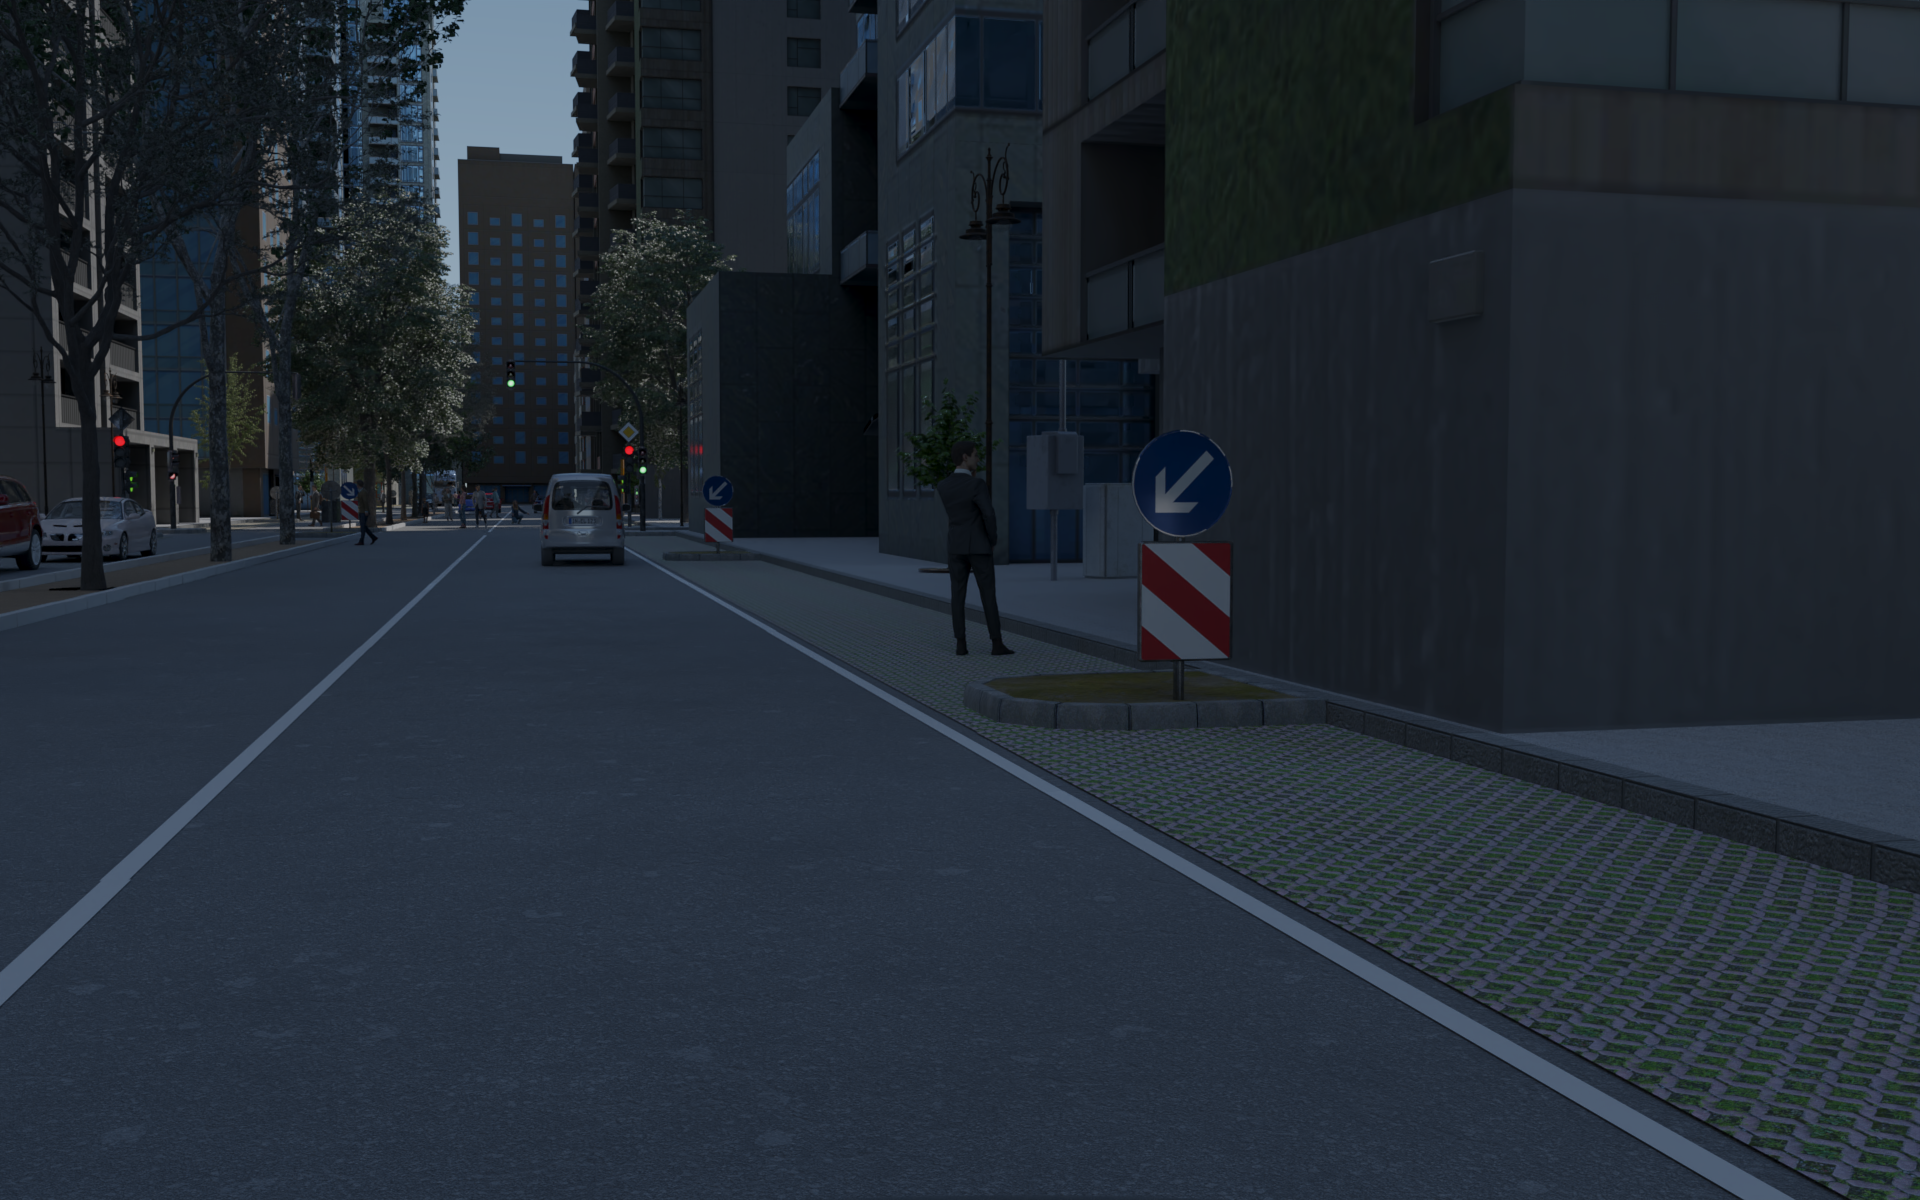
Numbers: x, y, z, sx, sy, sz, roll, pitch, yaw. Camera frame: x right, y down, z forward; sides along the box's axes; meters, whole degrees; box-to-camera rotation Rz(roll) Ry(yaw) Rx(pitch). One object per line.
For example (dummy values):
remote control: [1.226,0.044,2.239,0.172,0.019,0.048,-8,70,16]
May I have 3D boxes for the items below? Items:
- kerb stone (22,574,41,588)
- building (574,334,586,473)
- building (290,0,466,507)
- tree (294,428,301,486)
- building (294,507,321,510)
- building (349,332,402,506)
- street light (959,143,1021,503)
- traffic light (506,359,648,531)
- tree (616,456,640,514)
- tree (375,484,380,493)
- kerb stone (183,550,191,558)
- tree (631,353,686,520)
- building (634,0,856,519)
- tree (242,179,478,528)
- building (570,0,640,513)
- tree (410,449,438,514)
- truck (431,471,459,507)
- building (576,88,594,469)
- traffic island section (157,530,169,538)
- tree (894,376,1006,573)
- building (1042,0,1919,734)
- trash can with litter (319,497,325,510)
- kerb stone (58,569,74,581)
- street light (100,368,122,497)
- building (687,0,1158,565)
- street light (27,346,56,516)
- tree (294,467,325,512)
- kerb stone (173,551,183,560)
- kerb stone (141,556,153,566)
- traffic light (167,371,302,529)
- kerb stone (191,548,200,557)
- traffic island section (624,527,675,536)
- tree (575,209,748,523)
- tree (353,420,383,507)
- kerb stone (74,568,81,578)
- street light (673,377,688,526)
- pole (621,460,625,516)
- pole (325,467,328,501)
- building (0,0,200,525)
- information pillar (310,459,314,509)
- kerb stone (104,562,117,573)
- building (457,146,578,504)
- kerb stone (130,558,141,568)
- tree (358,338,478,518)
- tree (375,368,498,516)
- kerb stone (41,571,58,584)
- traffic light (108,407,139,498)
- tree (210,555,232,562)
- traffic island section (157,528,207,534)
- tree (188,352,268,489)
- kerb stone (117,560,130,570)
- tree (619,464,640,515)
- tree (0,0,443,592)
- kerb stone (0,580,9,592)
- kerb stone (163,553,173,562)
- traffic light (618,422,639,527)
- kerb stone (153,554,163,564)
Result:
kerb stone: [-14.373,-0.263,26.628,0.120,0.150,1.000,-1,4,-14]
building: [-30.956,-21.973,204.293,27.650,21.520,28.899,-1,4,-14]
building: [-80.953,-55.751,224.204,31.000,86.520,22.319,-1,4,-14]
tree: [-44.233,-9.864,111.634,4.737,8.622,4.395,0,3,0]
building: [-63.527,-51.007,146.630,22.319,86.520,31.000,-1,4,-14]
building: [-78.347,-21.271,192.826,28.899,21.520,27.650,-1,4,-14]
street light: [0.390,-3.088,23.271,0.468,5.910,1.993,-1,4,-14]
traffic light: [-13.006,-5.167,59.149,4.771,5.953,1.251,-1,4,-14]
tree: [-20.501,-7.813,111.449,4.285,4.588,4.351,0,3,0]
tree: [-60.746,-11.266,178.805,1.663,3.219,1.824,0,3,0]
kerb stone: [-17.351,-1.002,38.582,0.120,0.150,1.000,-1,4,-14]
tree: [-14.786,-8.323,86.447,4.737,8.622,4.395,0,3,0]
building: [-11.191,-19.925,97.481,14.160,30.474,14.107,-1,4,-14]
tree: [-23.984,-9.831,69.850,9.857,13.997,8.962,0,3,0]
building: [-17.304,-28.984,128.514,22.147,44.769,28.867,-1,4,-14]
tree: [-36.918,-10.305,121.311,4.360,8.622,3.978,0,3,0]
truck: [-60.153,-13.028,202.761,2.967,4.110,18.799,-1,4,-16]
building: [-32.021,-32.475,181.084,14.600,45.320,14.200,-1,4,-14]
traffic island section: [-27.011,-2.059,55.944,2.009,0.180,2.903,-1,4,-14]
tree: [-0.215,-2.077,28.567,1.663,3.219,1.824,0,3,0]
building: [8.062,-20.350,16.321,14.154,41.232,14.086,-1,4,-14]
trash can with litter: [-49.673,-7.529,134.490,1.055,1.170,0.624,-2,4,-26]
kerb stone: [-14.874,-0.393,28.624,0.120,0.150,1.000,-1,4,-14]
street light: [-30.982,-5.536,63.306,0.468,5.910,1.993,-1,4,-14]
building: [5.074,-44.828,45.608,22.319,86.520,31.000,-1,4,-14]
street light: [-28.741,-4.989,54.355,0.468,5.910,1.993,-1,4,-14]
tree: [-46.218,-7.855,123.031,1.663,3.219,1.824,0,3,0]
kerb stone: [-17.093,-0.941,37.589,0.120,0.150,1.000,-1,4,-14]
kerb stone: [-16.352,-0.759,34.598,0.120,0.150,1.000,-1,4,-14]
traffic light: [-26.886,-5.470,64.105,4.771,5.953,1.251,-1,4,-14]
kerb stone: [-17.593,-1.063,39.576,0.120,0.150,1.000,-1,4,-14]
traffic island section: [-10.955,-2.302,59.914,2.009,0.180,2.903,-1,4,-14]
tree: [-12.204,-10.453,77.566,9.857,13.997,8.962,0,3,0]
tree: [-58.543,-15.546,172.297,7.486,12.596,7.792,0,3,0]
kerb stone: [-15.122,-0.454,29.617,0.120,0.150,1.000,-1,4,-14]
street light: [-11.032,-5.857,68.549,0.468,5.910,1.993,-1,4,-14]
pole: [-19.926,-6.632,102.281,0.158,3.312,0.155,0,3,0]
pole: [-45.938,-8.058,125.598,0.158,3.312,0.155,0,3,0]
building: [-43.113,-38.584,69.109,20.563,71.187,20.611,-1,4,-14]
information pillar: [-43.625,-7.660,116.602,0.183,3.616,0.504,0,4,-2]
kerb stone: [-15.613,-0.572,31.619,0.120,0.150,1.000,-1,4,-14]
building: [-57.863,-35.289,227.085,14.200,45.320,14.600,-1,4,-14]
kerb stone: [-16.110,-0.698,33.604,0.120,0.150,1.000,-1,4,-14]
tree: [-32.500,-10.705,103.232,9.928,11.665,9.643,0,3,0]
tree: [-35.089,-11.819,112.708,9.611,12.733,9.660,0,3,0]
kerb stone: [-14.629,-0.332,27.629,0.120,0.150,1.000,-1,4,-14]
traffic light: [-26.970,-4.092,55.820,0.839,4.253,0.868,-1,4,-14]
tree: [-17.049,-10.905,36.646,12.611,20.169,13.585,0,3,0]
traffic island section: [-28.937,-2.533,63.695,2.009,0.180,2.903,-1,4,-14]
tree: [-38.383,-8.570,90.486,4.737,8.622,4.395,0,3,0]
kerb stone: [-15.865,-0.637,32.610,0.120,0.150,1.000,-1,4,-14]
tree: [-20.157,-6.921,107.753,1.663,3.219,1.824,0,3,0]
tree: [-12.785,-6.869,25.142,12.009,13.543,11.850,0,3,0]
kerb stone: [-14.137,-0.201,25.633,0.120,0.150,1.000,-1,4,-14]
kerb stone: [-16.850,-0.879,36.596,0.120,0.150,1.000,-1,4,-14]
traffic light: [-12.922,-4.809,67.540,0.839,4.253,0.868,-1,4,-14]
kerb stone: [-16.606,-0.819,35.588,0.120,0.150,1.000,-1,4,-14]
